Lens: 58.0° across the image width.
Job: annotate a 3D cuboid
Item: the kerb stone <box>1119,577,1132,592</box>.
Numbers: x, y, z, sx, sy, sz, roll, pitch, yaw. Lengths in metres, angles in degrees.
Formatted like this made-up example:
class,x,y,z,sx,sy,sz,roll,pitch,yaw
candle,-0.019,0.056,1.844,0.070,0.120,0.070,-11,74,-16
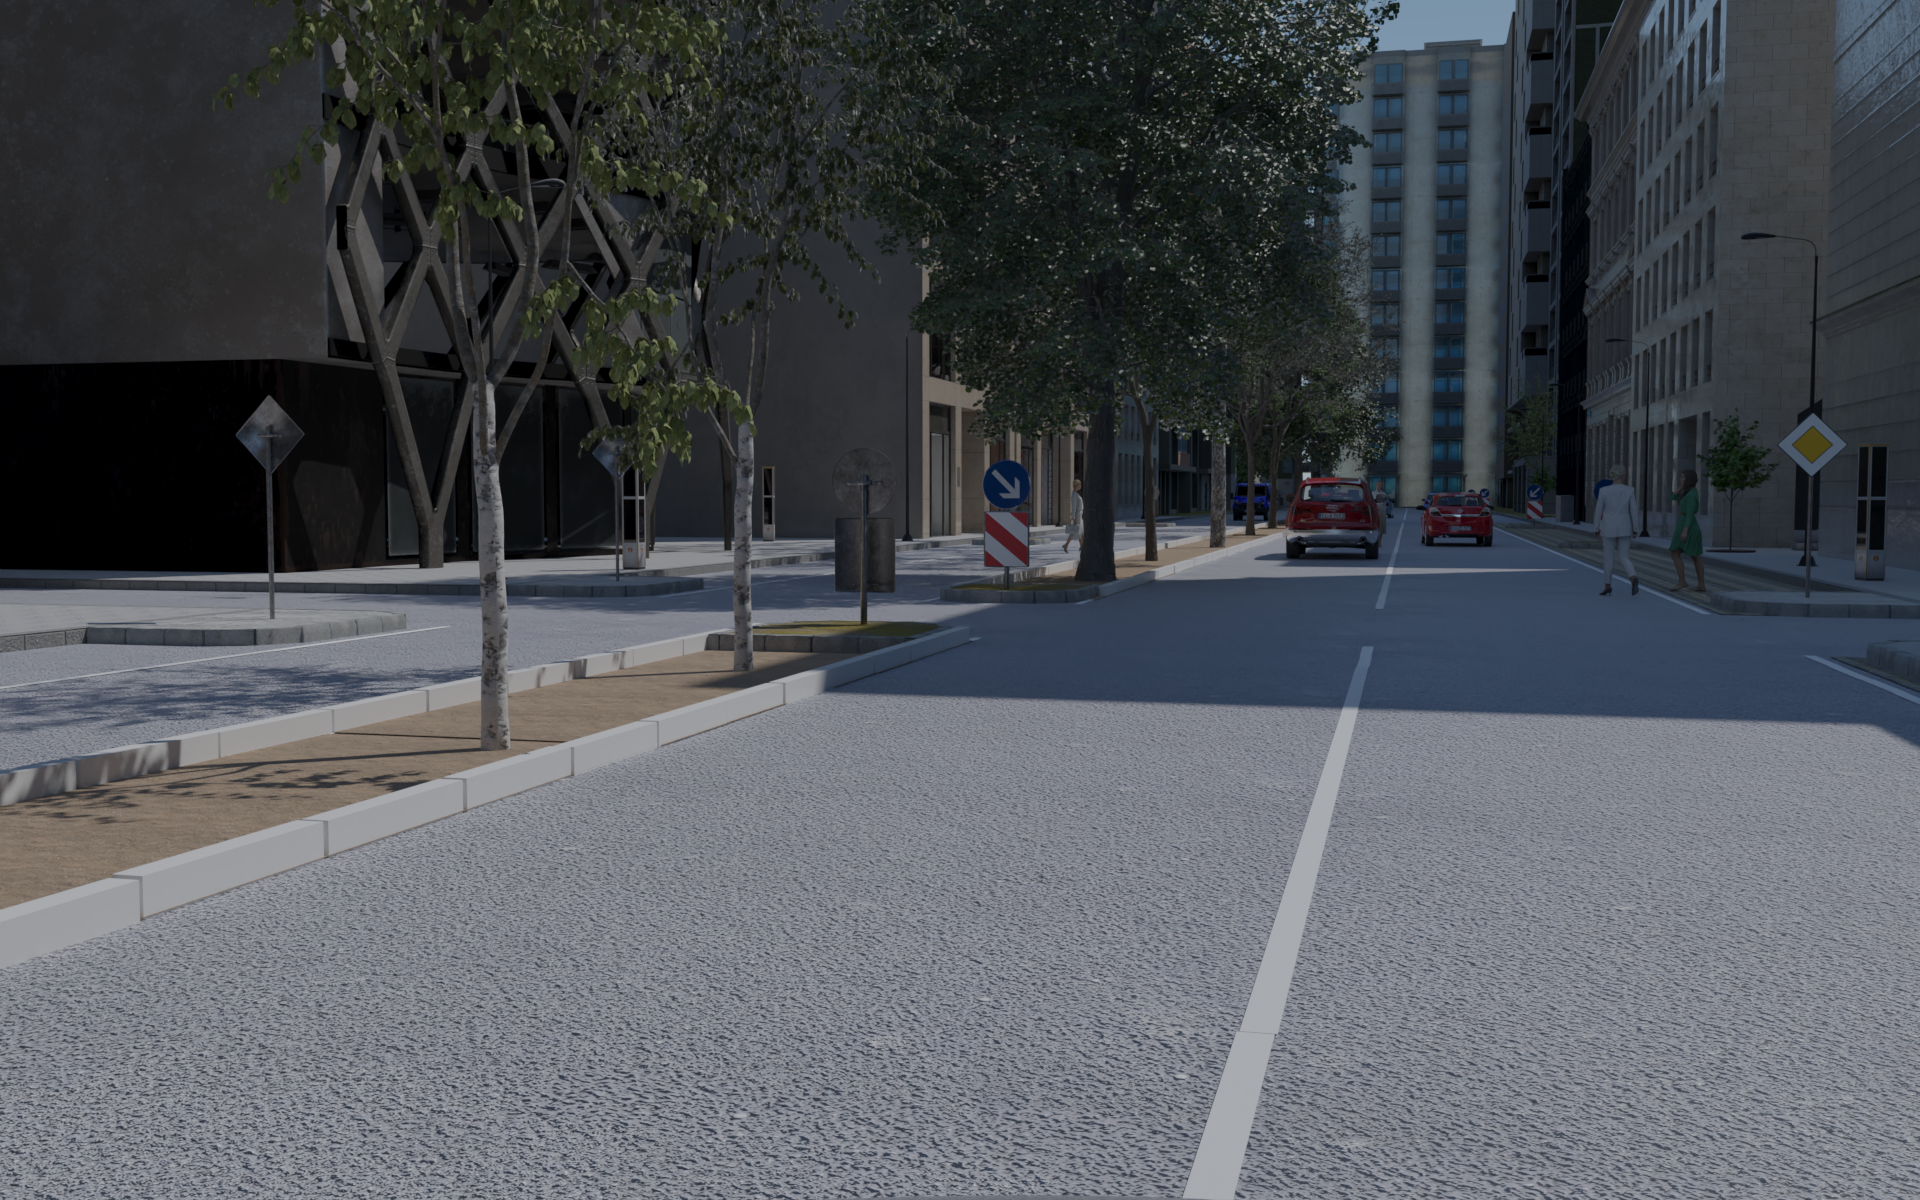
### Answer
class,x,y,z,sx,sy,sz,roll,pitch,yaw
kerb stone,2.377,-0.214,25.702,0.120,0.150,1.000,1,4,15

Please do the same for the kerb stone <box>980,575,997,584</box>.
class,x,y,z,sx,sy,sz,roll,pitch,yaw
kerb stone,0.341,-0.245,26.223,0.120,0.150,1.000,1,4,15

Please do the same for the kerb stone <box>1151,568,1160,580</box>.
class,x,y,z,sx,sy,sz,roll,pitch,yaw
kerb stone,3.143,-0.397,28.685,0.120,0.150,1.000,1,4,15

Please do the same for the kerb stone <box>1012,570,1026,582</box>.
class,x,y,z,sx,sy,sz,roll,pitch,yaw
kerb stone,0.861,-0.367,28.204,0.120,0.150,1.000,1,4,15

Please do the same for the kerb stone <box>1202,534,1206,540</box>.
class,x,y,z,sx,sy,sz,roll,pitch,yaw
kerb stone,7.326,-1.885,53.019,0.120,0.150,1.000,1,4,15

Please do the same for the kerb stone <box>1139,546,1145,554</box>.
class,x,y,z,sx,sy,sz,roll,pitch,yaw
kerb stone,4.228,-1.156,41.097,0.120,0.150,1.000,1,4,15

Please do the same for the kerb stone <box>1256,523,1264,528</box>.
class,x,y,z,sx,sy,sz,roll,pitch,yaw
kerb stone,12.751,-3.160,73.889,0.120,0.150,1.000,1,4,15

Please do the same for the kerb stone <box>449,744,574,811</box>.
class,x,y,z,sx,sy,sz,roll,pitch,yaw
kerb stone,-2.157,0.849,8.314,0.120,0.150,1.000,1,4,15

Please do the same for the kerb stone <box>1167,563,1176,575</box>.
class,x,y,z,sx,sy,sz,roll,pitch,yaw
kerb stone,3.662,-0.518,30.668,0.120,0.150,1.000,1,4,15

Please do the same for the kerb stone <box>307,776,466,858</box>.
class,x,y,z,sx,sy,sz,roll,pitch,yaw
kerb stone,-2.418,0.912,7.316,0.120,0.150,1.000,1,4,15

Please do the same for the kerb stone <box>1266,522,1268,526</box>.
class,x,y,z,sx,sy,sz,roll,pitch,yaw
kerb stone,13.279,-3.282,75.870,0.120,0.150,1.000,1,4,15

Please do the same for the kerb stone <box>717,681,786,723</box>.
class,x,y,z,sx,sy,sz,roll,pitch,yaw
kerb stone,-1.386,0.671,11.288,0.120,0.150,1.000,1,4,15

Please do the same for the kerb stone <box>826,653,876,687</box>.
class,x,y,z,sx,sy,sz,roll,pitch,yaw
kerb stone,-0.868,0.548,13.267,0.120,0.150,1.000,1,4,15

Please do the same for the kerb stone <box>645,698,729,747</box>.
class,x,y,z,sx,sy,sz,roll,pitch,yaw
kerb stone,-1.635,0.728,10.293,0.120,0.150,1.000,1,4,15

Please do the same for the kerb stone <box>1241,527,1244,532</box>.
class,x,y,z,sx,sy,sz,roll,pitch,yaw
kerb stone,10.434,-2.614,64.944,0.120,0.150,1.000,1,4,15

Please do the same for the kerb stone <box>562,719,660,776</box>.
class,x,y,z,sx,sy,sz,roll,pitch,yaw
kerb stone,-1.894,0.792,9.305,0.120,0.150,1.000,1,4,15

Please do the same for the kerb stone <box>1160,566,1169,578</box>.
class,x,y,z,sx,sy,sz,roll,pitch,yaw
kerb stone,3.408,-0.455,29.672,0.120,0.150,1.000,1,4,15

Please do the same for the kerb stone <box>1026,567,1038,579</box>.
class,x,y,z,sx,sy,sz,roll,pitch,yaw
kerb stone,1.116,-0.427,29.194,0.120,0.150,1.000,1,4,15

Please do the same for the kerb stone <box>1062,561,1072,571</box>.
class,x,y,z,sx,sy,sz,roll,pitch,yaw
kerb stone,1.889,-0.611,32.177,0.120,0.150,1.000,1,4,15

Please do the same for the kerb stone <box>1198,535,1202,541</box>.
class,x,y,z,sx,sy,sz,roll,pitch,yaw
kerb stone,7.062,-1.824,52.024,0.120,0.150,1.000,1,4,15

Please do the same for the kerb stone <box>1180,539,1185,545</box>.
class,x,y,z,sx,sy,sz,roll,pitch,yaw
kerb stone,6.038,-1.579,48.058,0.120,0.150,1.000,1,4,15

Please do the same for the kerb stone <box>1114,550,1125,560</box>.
class,x,y,z,sx,sy,sz,roll,pitch,yaw
kerb stone,3.444,-0.972,38.126,0.120,0.150,1.000,1,4,15

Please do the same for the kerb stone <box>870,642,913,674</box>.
class,x,y,z,sx,sy,sz,roll,pitch,yaw
kerb stone,-0.607,0.486,14.255,0.120,0.150,1.000,1,4,15

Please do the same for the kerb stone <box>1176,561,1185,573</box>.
class,x,y,z,sx,sy,sz,roll,pitch,yaw
kerb stone,3.936,-0.576,31.653,0.120,0.150,1.000,1,4,15

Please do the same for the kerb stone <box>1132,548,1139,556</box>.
class,x,y,z,sx,sy,sz,roll,pitch,yaw
kerb stone,3.957,-1.096,40.111,0.120,0.150,1.000,1,4,15

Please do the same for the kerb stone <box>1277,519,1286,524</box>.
class,x,y,z,sx,sy,sz,roll,pitch,yaw
kerb stone,16.122,-3.951,86.790,0.120,0.150,1.000,1,4,15

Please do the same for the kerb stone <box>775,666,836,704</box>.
class,x,y,z,sx,sy,sz,roll,pitch,yaw
kerb stone,-1.118,0.607,12.275,0.120,0.150,1.000,1,4,15

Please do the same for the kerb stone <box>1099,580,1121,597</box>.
class,x,y,z,sx,sy,sz,roll,pitch,yaw
kerb stone,2.118,-0.150,24.705,0.120,0.150,1.000,1,4,15

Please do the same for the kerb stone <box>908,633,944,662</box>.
class,x,y,z,sx,sy,sz,roll,pitch,yaw
kerb stone,-0.348,0.427,15.246,0.120,0.150,1.000,1,4,15

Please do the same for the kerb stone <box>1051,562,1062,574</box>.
class,x,y,z,sx,sy,sz,roll,pitch,yaw
kerb stone,1.640,-0.547,31.180,0.120,0.150,1.000,1,4,15

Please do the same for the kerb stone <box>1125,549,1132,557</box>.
class,x,y,z,sx,sy,sz,roll,pitch,yaw
kerb stone,3.700,-1.031,39.116,0.120,0.150,1.000,1,4,15

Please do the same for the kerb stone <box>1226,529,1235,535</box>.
class,x,y,z,sx,sy,sz,roll,pitch,yaw
kerb stone,9.655,-2.430,61.971,0.120,0.150,1.000,1,4,15

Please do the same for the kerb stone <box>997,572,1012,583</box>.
class,x,y,z,sx,sy,sz,roll,pitch,yaw
kerb stone,0.600,-0.307,27.216,0.120,0.150,1.000,1,4,15

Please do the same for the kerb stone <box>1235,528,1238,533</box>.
class,x,y,z,sx,sy,sz,roll,pitch,yaw
kerb stone,9.910,-2.490,62.962,0.120,0.150,1.000,1,4,15

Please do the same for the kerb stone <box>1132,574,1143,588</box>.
class,x,y,z,sx,sy,sz,roll,pitch,yaw
kerb stone,2.640,-0.266,26.698,0.120,0.150,1.000,1,4,15

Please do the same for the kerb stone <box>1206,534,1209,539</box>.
class,x,y,z,sx,sy,sz,roll,pitch,yaw
kerb stone,7.581,-1.946,54.020,0.120,0.150,1.000,1,4,15

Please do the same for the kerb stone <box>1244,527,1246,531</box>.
class,x,y,z,sx,sy,sz,roll,pitch,yaw
kerb stone,10.686,-2.675,65.937,0.120,0.150,1.000,1,4,15

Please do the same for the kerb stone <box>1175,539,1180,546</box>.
class,x,y,z,sx,sy,sz,roll,pitch,yaw
kerb stone,5.775,-1.521,47.065,0.120,0.150,1.000,1,4,15

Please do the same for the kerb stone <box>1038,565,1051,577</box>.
class,x,y,z,sx,sy,sz,roll,pitch,yaw
kerb stone,1.379,-0.489,30.192,0.120,0.150,1.000,1,4,15

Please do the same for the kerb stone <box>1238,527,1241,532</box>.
class,x,y,z,sx,sy,sz,roll,pitch,yaw
kerb stone,10.175,-2.552,63.955,0.120,0.150,1.000,1,4,15

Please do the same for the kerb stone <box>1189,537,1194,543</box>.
class,x,y,z,sx,sy,sz,roll,pitch,yaw
kerb stone,6.554,-1.701,50.037,0.120,0.150,1.000,1,4,15

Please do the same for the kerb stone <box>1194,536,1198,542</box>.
class,x,y,z,sx,sy,sz,roll,pitch,yaw
kerb stone,6.812,-1.764,51.033,0.120,0.150,1.000,1,4,15

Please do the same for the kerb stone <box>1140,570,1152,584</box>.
class,x,y,z,sx,sy,sz,roll,pitch,yaw
kerb stone,2.900,-0.336,27.687,0.120,0.150,1.000,1,4,15

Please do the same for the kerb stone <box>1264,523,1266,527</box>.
class,x,y,z,sx,sy,sz,roll,pitch,yaw
kerb stone,13.021,-3.222,74.875,0.120,0.150,1.000,1,4,15

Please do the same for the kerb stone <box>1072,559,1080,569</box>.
class,x,y,z,sx,sy,sz,roll,pitch,yaw
kerb stone,2.146,-0.671,33.167,0.120,0.150,1.000,1,4,15

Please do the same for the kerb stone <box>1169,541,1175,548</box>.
class,x,y,z,sx,sy,sz,roll,pitch,yaw
kerb stone,5.528,-1.460,46.072,0.120,0.150,1.000,1,4,15

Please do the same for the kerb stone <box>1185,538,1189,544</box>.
class,x,y,z,sx,sy,sz,roll,pitch,yaw
kerb stone,6.291,-1.642,49.048,0.120,0.150,1.000,1,4,15

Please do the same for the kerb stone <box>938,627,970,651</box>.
class,x,y,z,sx,sy,sz,roll,pitch,yaw
kerb stone,-0.092,0.365,16.235,0.120,0.150,1.000,1,4,15

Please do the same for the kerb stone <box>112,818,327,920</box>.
class,x,y,z,sx,sy,sz,roll,pitch,yaw
kerb stone,-2.677,0.971,6.316,0.120,0.150,1.000,1,4,15

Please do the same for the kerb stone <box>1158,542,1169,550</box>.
class,x,y,z,sx,sy,sz,roll,pitch,yaw
kerb stone,5.253,-1.400,45.083,0.120,0.150,1.000,1,4,15

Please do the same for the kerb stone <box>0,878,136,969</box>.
class,x,y,z,sx,sy,sz,roll,pitch,yaw
kerb stone,-2.928,1.039,5.325,0.120,0.150,1.000,1,4,15
